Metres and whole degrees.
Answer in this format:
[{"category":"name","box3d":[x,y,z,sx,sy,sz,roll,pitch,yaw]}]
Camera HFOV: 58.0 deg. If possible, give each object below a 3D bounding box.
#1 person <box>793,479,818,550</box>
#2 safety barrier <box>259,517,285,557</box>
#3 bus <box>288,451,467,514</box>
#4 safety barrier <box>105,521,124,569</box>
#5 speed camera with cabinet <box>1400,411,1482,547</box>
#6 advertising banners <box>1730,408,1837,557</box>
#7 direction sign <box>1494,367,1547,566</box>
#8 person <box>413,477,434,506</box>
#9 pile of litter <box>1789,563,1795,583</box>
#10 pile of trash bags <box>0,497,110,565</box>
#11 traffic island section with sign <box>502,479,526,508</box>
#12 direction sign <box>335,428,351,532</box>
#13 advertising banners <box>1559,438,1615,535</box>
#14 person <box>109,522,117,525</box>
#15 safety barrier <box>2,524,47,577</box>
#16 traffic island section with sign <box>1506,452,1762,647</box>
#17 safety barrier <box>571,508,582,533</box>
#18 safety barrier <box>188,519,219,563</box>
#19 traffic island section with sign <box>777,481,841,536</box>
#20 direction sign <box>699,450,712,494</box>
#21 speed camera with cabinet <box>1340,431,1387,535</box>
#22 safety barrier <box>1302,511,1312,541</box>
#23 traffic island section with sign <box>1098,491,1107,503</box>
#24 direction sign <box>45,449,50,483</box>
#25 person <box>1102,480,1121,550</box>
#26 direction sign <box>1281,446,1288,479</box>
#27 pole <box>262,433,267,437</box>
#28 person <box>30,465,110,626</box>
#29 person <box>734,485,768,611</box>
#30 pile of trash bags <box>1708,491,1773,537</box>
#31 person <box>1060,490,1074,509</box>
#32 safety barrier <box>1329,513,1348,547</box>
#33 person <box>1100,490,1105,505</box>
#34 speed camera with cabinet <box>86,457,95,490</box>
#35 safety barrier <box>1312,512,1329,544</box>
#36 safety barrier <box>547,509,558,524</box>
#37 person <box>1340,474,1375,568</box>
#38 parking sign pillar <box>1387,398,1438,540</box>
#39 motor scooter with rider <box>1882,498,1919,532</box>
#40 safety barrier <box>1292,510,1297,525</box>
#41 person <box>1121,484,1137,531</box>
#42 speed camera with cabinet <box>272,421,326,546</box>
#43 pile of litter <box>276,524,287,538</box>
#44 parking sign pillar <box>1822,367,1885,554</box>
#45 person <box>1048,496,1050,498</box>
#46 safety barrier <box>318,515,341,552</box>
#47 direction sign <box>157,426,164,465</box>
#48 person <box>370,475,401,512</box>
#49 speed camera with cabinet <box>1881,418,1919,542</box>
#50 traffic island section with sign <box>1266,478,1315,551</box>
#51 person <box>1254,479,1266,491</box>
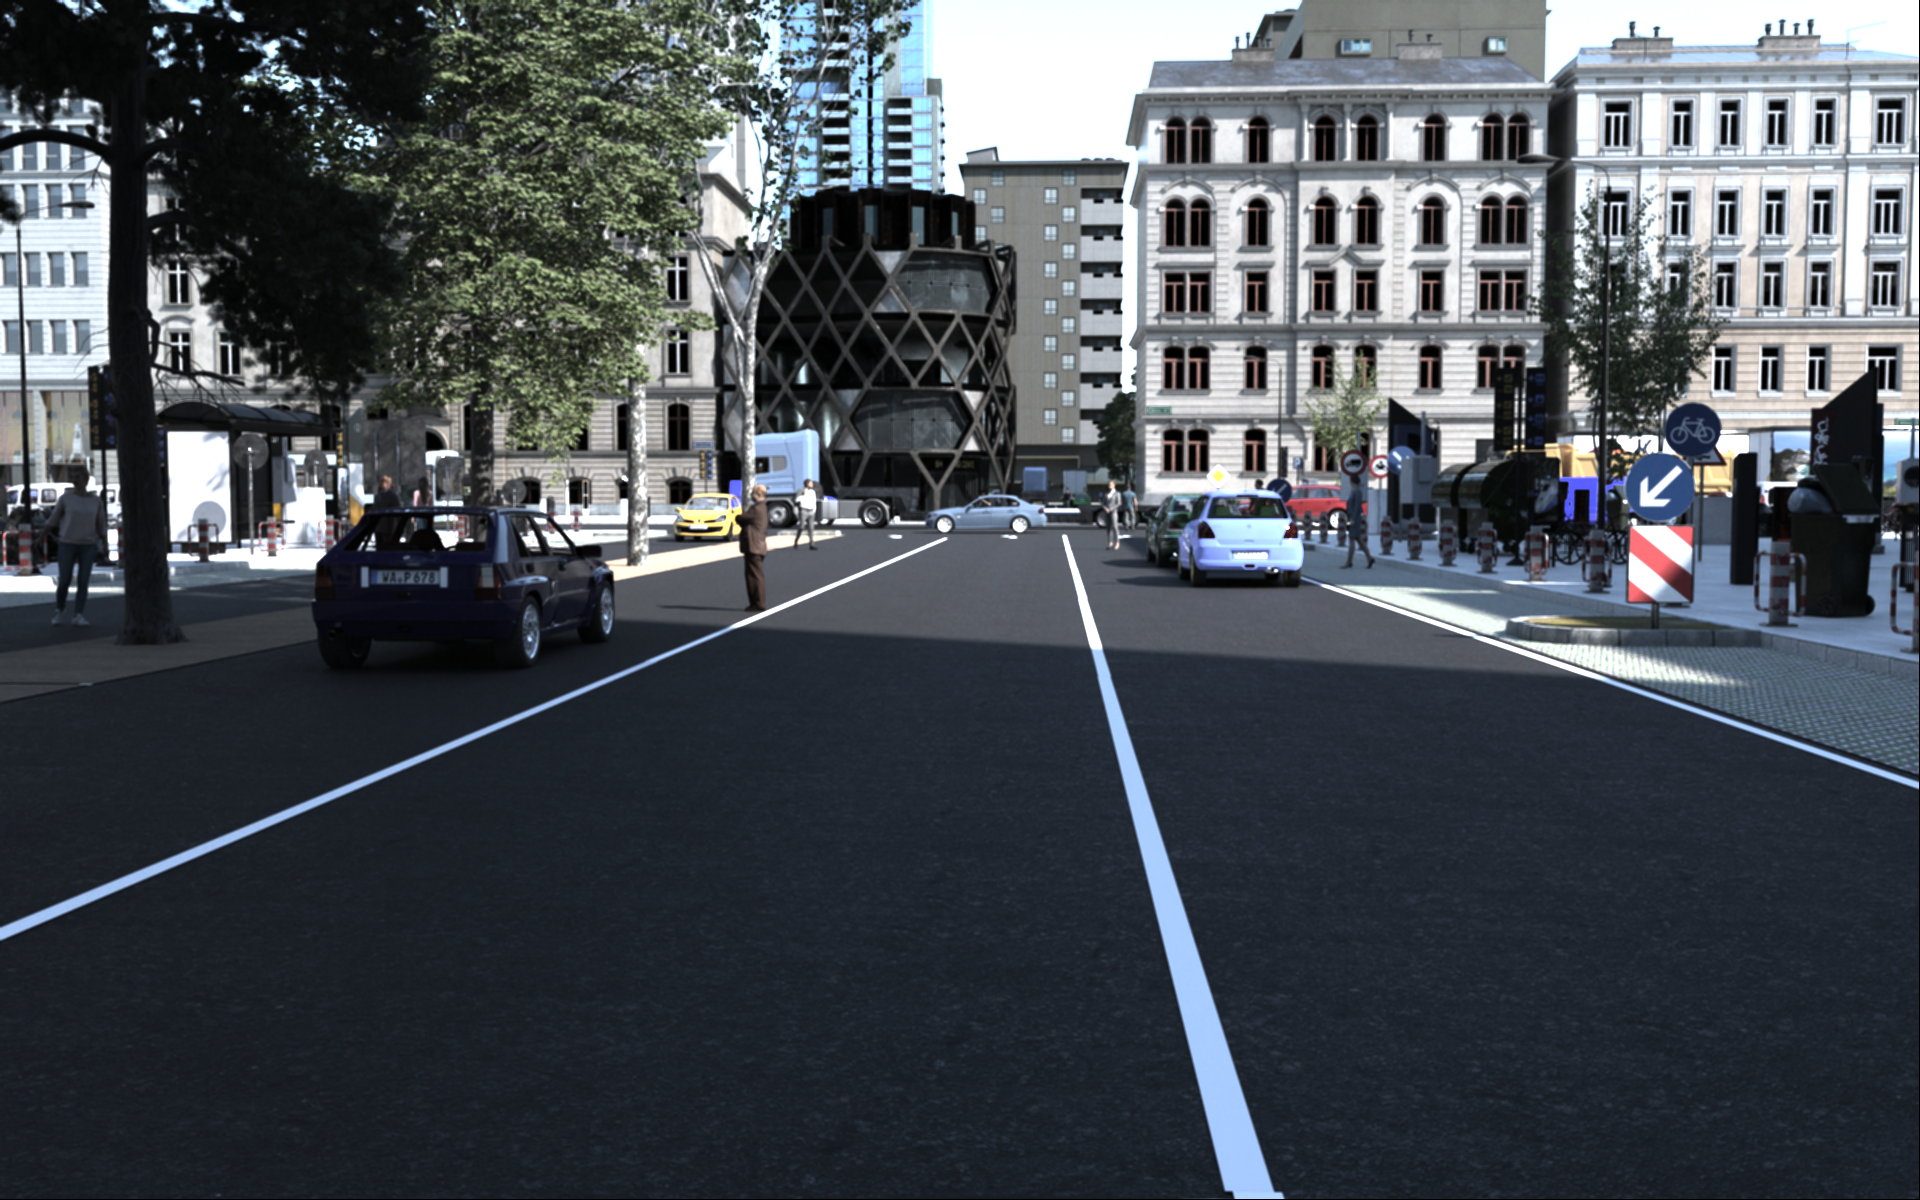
[{"category":"person","box3d":[-4.015,-2.210,44.737,0.679,1.850,0.850,-3,5,-42]},{"category":"safety barrier","box3d":[-14.005,-1.283,35.252,0.300,0.817,1.120,0,4,3]},{"category":"bus","box3d":[-25.754,-4.566,69.512,13.247,3.499,2.948,0,4,4]},{"category":"safety barrier","box3d":[-14.307,-0.938,29.609,0.300,0.817,1.120,0,4,3]},{"category":"speed camera with cabinet","box3d":[11.688,-2.909,41.906,2.038,3.252,0.660,-1,4,-18]},{"category":"advertising banners","box3d":[16.770,-2.388,35.239,2.074,3.025,0.090,0,3,0]},{"category":"direction sign","box3d":[10.021,-2.389,31.059,0.876,3.537,0.379,1,4,16]},{"category":"person","box3d":[-12.048,-1.859,38.912,0.388,1.821,0.555,3,4,37]},{"category":"pile of litter","box3d":[12.638,-0.707,25.527,1.719,0.858,1.176,-2,4,-28]},{"category":"pile of trash bags","box3d":[-17.567,-1.339,31.639,1.912,1.369,3.447,3,5,40]},{"category":"traffic island section with sign","box3d":[-11.732,-2.230,45.094,1.989,1.847,2.006,0,4,3]},{"category":"direction sign","box3d":[-21.067,-4.120,59.357,0.379,3.537,0.876,1,4,20]},{"category":"advertising banners","box3d":[19.391,-3.539,54.053,2.074,3.025,0.090,0,3,0]},{"category":"person","box3d":[-39.266,-4.128,80.235,0.590,1.304,0.306,2,4,34]},{"category":"safety barrier","box3d":[-14.459,-0.766,26.794,0.300,0.817,1.120,0,4,3]},{"category":"traffic island section with sign","box3d":[6.534,-0.519,17.117,1.989,1.847,2.006,0,4,3]},{"category":"safety barrier","box3d":[-12.802,-2.663,57.810,0.300,0.817,1.120,0,4,3]},{"category":"safety barrier","box3d":[-14.160,-1.110,32.425,0.300,0.817,1.120,0,4,3]},{"category":"traffic island section with sign","box3d":[-5.130,-3.142,59.512,2.006,1.907,1.989,0,4,3]},{"category":"direction sign","box3d":[-13.223,-6.004,90.168,0.379,3.537,0.876,3,4,37]},{"category":"speed camera with cabinet","box3d":[12.943,-3.676,54.441,2.038,3.252,0.660,-2,4,-26]},{"category":"safety barrier","box3d":[9.597,-2.050,47.794,0.300,0.817,1.120,0,4,3]},{"category":"traffic island section with sign","box3d":[16.507,-11.946,203.948,1.989,1.847,2.006,0,4,3]},{"category":"direction sign","box3d":[-45.753,-5.807,86.935,0.379,3.537,0.876,-1,4,-18]},{"category":"person","box3d":[3.876,-2.193,44.628,0.520,1.790,0.573,1,4,19]},{"category":"direction sign","box3d":[15.486,-5.554,82.811,0.379,3.537,0.876,-1,4,-9]},{"category":"pole","box3d":[-22.581,-3.825,56.389,0.158,3.312,0.155,0,3,0]},{"category":"person","box3d":[-9.731,-0.593,18.864,0.598,1.740,0.731,3,5,44]},{"category":"person","box3d":[-2.541,-0.635,21.154,0.388,1.546,0.482,0,4,6]},{"category":"pile of trash bags","box3d":[24.006,-2.583,51.978,1.912,1.369,3.447,-2,4,-34]},{"category":"person","box3d":[9.465,-8.829,152.862,1.348,1.822,0.705,1,4,21]},{"category":"safety barrier","box3d":[9.293,-1.705,42.155,0.300,0.817,1.120,0,4,3]},{"category":"person","box3d":[15.444,-10.935,187.148,0.599,1.838,0.709,0,4,-4]},{"category":"speed camera with cabinet","box3d":[-46.286,-6.018,92.735,0.660,3.252,2.038,1,4,15]},{"category":"safety barrier","box3d":[9.447,-1.878,44.979,0.300,0.817,1.120,0,4,3]},{"category":"safety barrier","box3d":[-12.952,-2.490,54.994,0.300,0.817,1.120,0,4,3]},{"category":"person","box3d":[7.614,-1.507,33.171,0.654,1.822,0.581,2,4,27]},{"category":"parking sign pillar","box3d":[12.700,-3.681,48.655,1.447,3.967,1.447,-1,4,-12]},{"category":"motor scooter with rider","box3d":[34.038,-3.270,62.436,1.986,1.779,0.876,0,4,4]},{"category":"safety barrier","box3d":[9.743,-2.222,50.610,0.300,0.817,1.120,0,4,3]},{"category":"person","box3d":[6.539,-3.562,66.873,0.598,1.807,0.434,2,4,24]},{"category":"speed camera with cabinet","box3d":[-16.855,-3.027,43.821,0.660,3.252,2.038,1,4,9]},{"category":"pile of litter","box3d":[-19.991,-2.292,51.440,1.719,0.858,1.176,-1,4,-22]},{"category":"parking sign pillar","box3d":[19.210,-2.992,37.386,1.447,3.967,1.447,-2,4,-26]},{"category":"person","box3d":[11.596,-13.911,236.036,1.348,1.812,0.705,1,4,21]},{"category":"safety barrier","box3d":[-13.858,-1.456,38.080,0.300,0.817,1.120,0,4,3]},{"category":"direction sign","box3d":[-26.949,-4.045,58.135,0.876,3.537,0.379,2,4,29]},{"category":"person","box3d":[-9.925,-1.274,29.875,0.990,1.755,0.434,3,4,36]},{"category":"speed camera with cabinet","box3d":[24.009,-3.100,45.028,2.038,3.252,0.660,1,4,18]},{"category":"traffic island section with sign","box3d":[7.998,-2.196,44.540,1.989,1.847,2.006,0,4,3]},{"category":"person","box3d":[8.247,-2.411,47.831,0.656,1.842,0.836,0,4,1]}]
